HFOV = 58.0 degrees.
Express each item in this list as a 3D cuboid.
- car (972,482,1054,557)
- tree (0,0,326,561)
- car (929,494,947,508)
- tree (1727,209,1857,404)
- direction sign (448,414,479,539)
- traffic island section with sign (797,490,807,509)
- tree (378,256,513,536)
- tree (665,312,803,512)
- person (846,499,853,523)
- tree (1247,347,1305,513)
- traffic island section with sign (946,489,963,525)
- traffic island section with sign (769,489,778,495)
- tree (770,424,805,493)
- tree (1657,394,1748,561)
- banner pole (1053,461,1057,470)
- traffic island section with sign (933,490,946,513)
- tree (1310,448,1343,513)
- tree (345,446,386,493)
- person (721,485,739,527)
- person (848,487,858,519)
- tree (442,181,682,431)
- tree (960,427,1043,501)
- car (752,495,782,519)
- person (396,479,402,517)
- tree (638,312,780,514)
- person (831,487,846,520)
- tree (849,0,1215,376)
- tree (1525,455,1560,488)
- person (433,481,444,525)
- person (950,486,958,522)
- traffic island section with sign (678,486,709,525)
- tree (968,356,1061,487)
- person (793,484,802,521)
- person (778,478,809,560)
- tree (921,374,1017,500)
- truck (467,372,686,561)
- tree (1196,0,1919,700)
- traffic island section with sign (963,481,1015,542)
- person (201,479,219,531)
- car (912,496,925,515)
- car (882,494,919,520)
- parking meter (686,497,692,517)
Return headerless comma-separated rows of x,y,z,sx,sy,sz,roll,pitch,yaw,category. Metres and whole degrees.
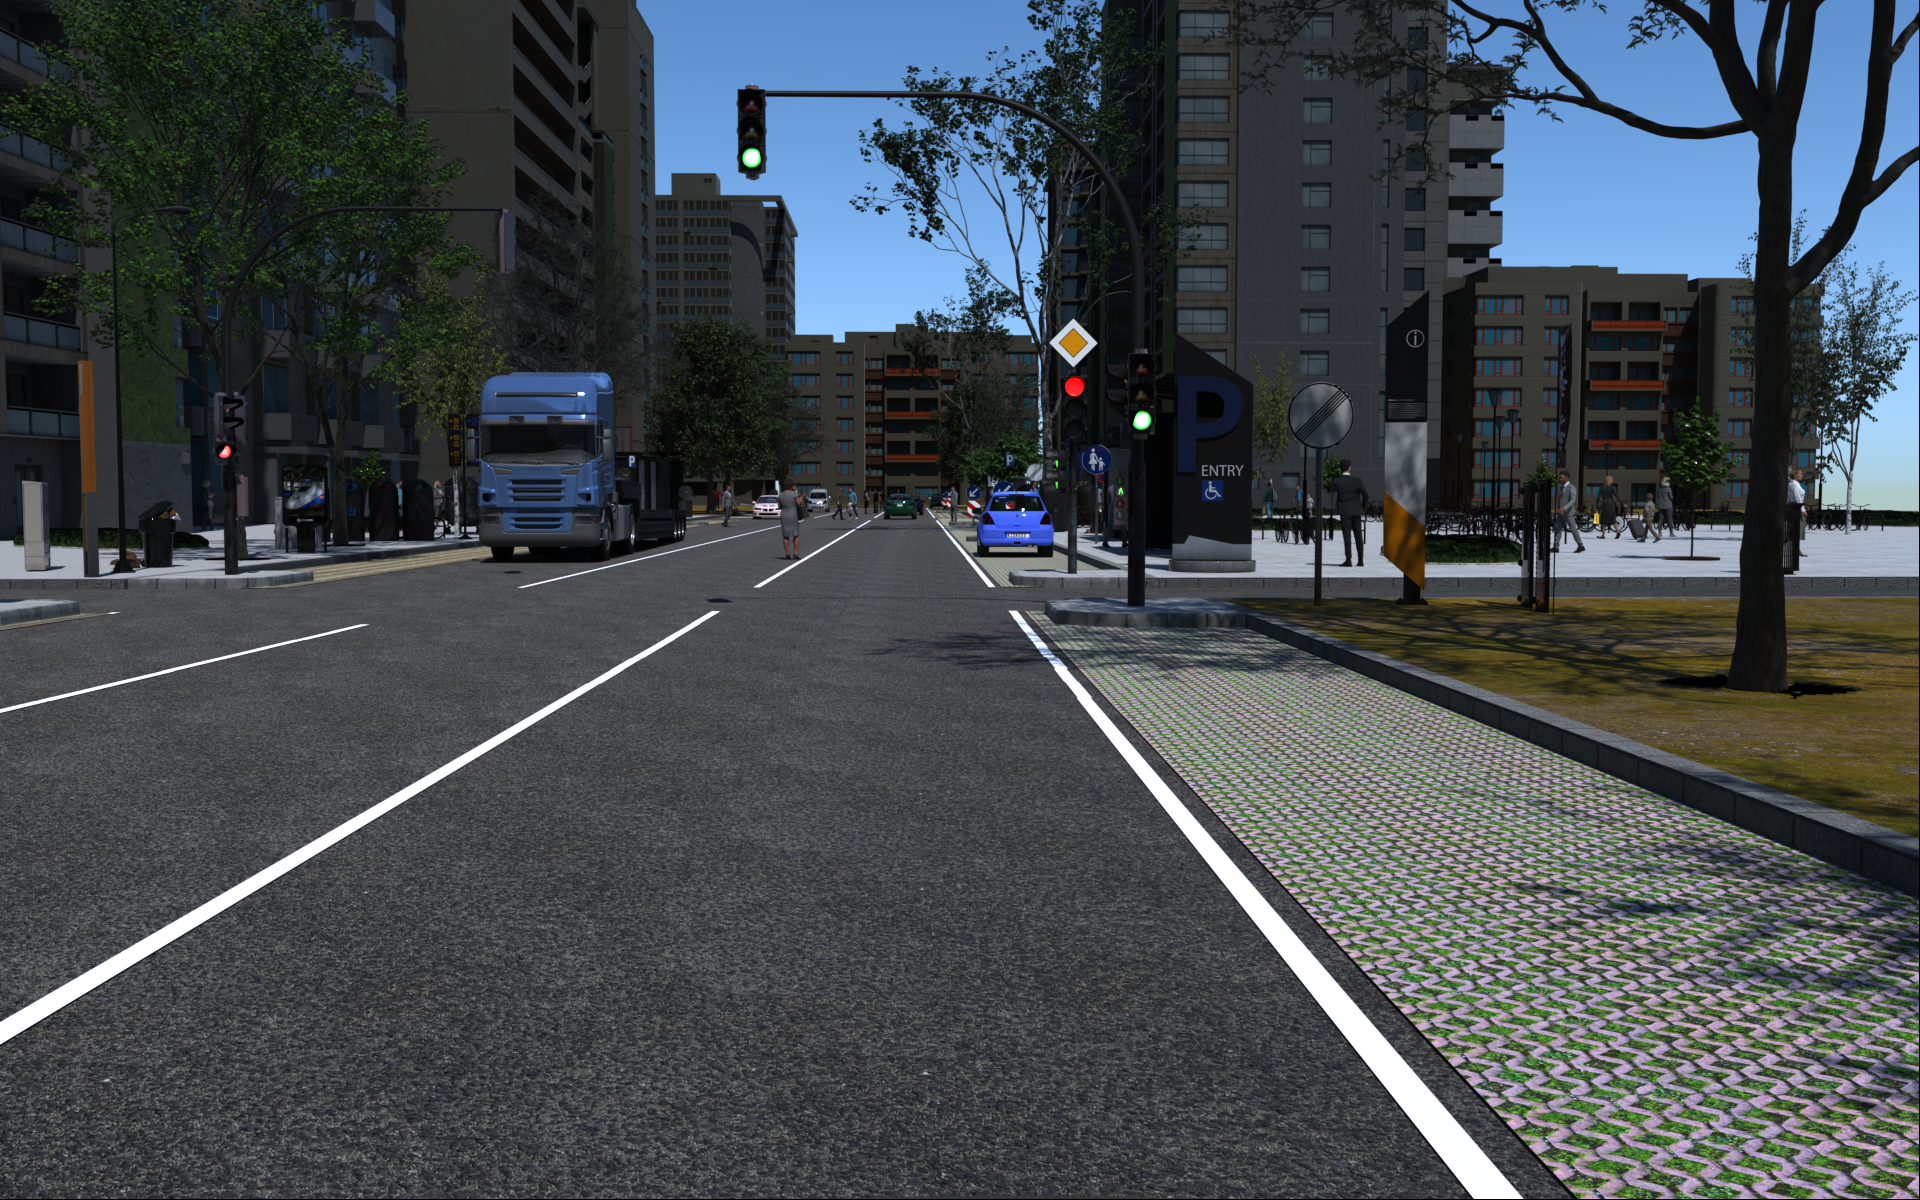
1.252,-1.878,40.302,1.945,1.707,3.694,0,4,-1,car
-14.165,-6.579,33.318,9.928,11.665,9.643,0,3,0,tree
-2.142,-10.024,172.691,1.959,1.807,4.718,0,4,-2,car
22.177,-5.836,45.779,4.360,8.622,3.978,0,3,0,tree
-14.029,-3.487,49.015,0.876,3.537,0.379,0,4,6,direction sign
-14.670,-9.105,157.487,1.989,1.847,2.006,0,4,-1,traffic island section with sign
-15.407,-6.252,52.578,4.737,8.622,4.395,0,3,0,tree
-16.288,-13.173,122.025,9.857,13.997,8.962,0,3,0,tree
-5.516,-4.430,85.943,0.382,1.210,0.505,-3,5,-41,person
15.736,-8.390,87.544,4.737,8.622,4.395,0,3,0,tree
0.497,-4.336,79.517,1.989,1.847,2.006,0,4,-1,traffic island section with sign
-13.962,-7.439,130.258,1.989,1.847,2.006,0,4,-1,traffic island section with sign
-17.269,-13.283,167.541,4.360,8.622,3.978,0,3,0,tree
14.426,-2.392,33.711,1.663,3.219,1.824,0,3,0,tree
5.395,-6.791,101.057,0.863,3.779,0.401,3,4,36,banner pole
-0.820,-7.400,129.620,1.989,1.847,2.006,0,4,-1,traffic island section with sign
15.471,-4.769,72.576,1.663,3.219,1.824,0,3,0,tree
-23.492,-4.572,69.355,1.663,3.219,1.824,0,3,0,tree
-10.041,-4.066,75.105,0.853,1.813,0.709,2,4,24,person
-6.153,-5.583,99.794,0.660,1.820,0.620,2,4,35,person
-15.852,-9.712,69.168,12.009,13.543,11.850,0,3,0,tree
2.763,-6.158,84.395,4.285,4.588,4.351,0,3,0,tree
-10.897,-5.346,99.774,2.083,1.381,4.827,0,4,-3,car
-20.637,-3.523,63.509,0.748,1.841,0.638,2,4,32,person
-15.890,-11.765,109.369,9.611,12.733,9.660,0,3,0,tree
-6.741,-5.383,96.422,0.836,1.842,0.656,-1,4,-21,person
2.419,-12.541,60.940,12.611,20.169,13.585,0,3,0,tree
28.585,-5.542,85.211,1.663,3.219,1.824,0,3,0,tree
-20.316,-3.758,67.675,0.526,1.800,0.537,2,4,35,person
-0.304,-4.766,86.518,0.391,1.810,0.635,-2,4,-28,person
-12.644,-4.356,79.851,1.989,1.847,2.006,0,4,-1,traffic island section with sign
3.288,-8.636,91.557,4.360,8.622,3.978,0,3,0,tree
-6.703,-3.803,70.645,0.622,1.834,0.822,2,4,30,person
-3.601,-1.770,37.805,0.716,1.782,0.532,1,4,19,person
1.150,-15.130,164.379,9.611,12.733,9.660,0,3,0,tree
-9.167,-3.327,44.147,2.967,4.110,18.799,0,4,-3,truck
5.400,-6.156,11.015,12.009,13.543,11.850,0,3,0,tree
1.192,-2.684,52.509,1.989,1.847,2.006,0,4,-1,traffic island section with sign
-26.235,-3.318,60.478,0.526,1.800,0.537,-2,4,-34,person
-3.389,-6.536,119.437,1.945,1.354,3.894,0,4,0,car
-3.388,-5.333,98.990,2.131,1.459,4.920,0,4,-1,car
-14.946,-5.326,95.496,0.372,1.533,0.369,0,3,0,parking meter
